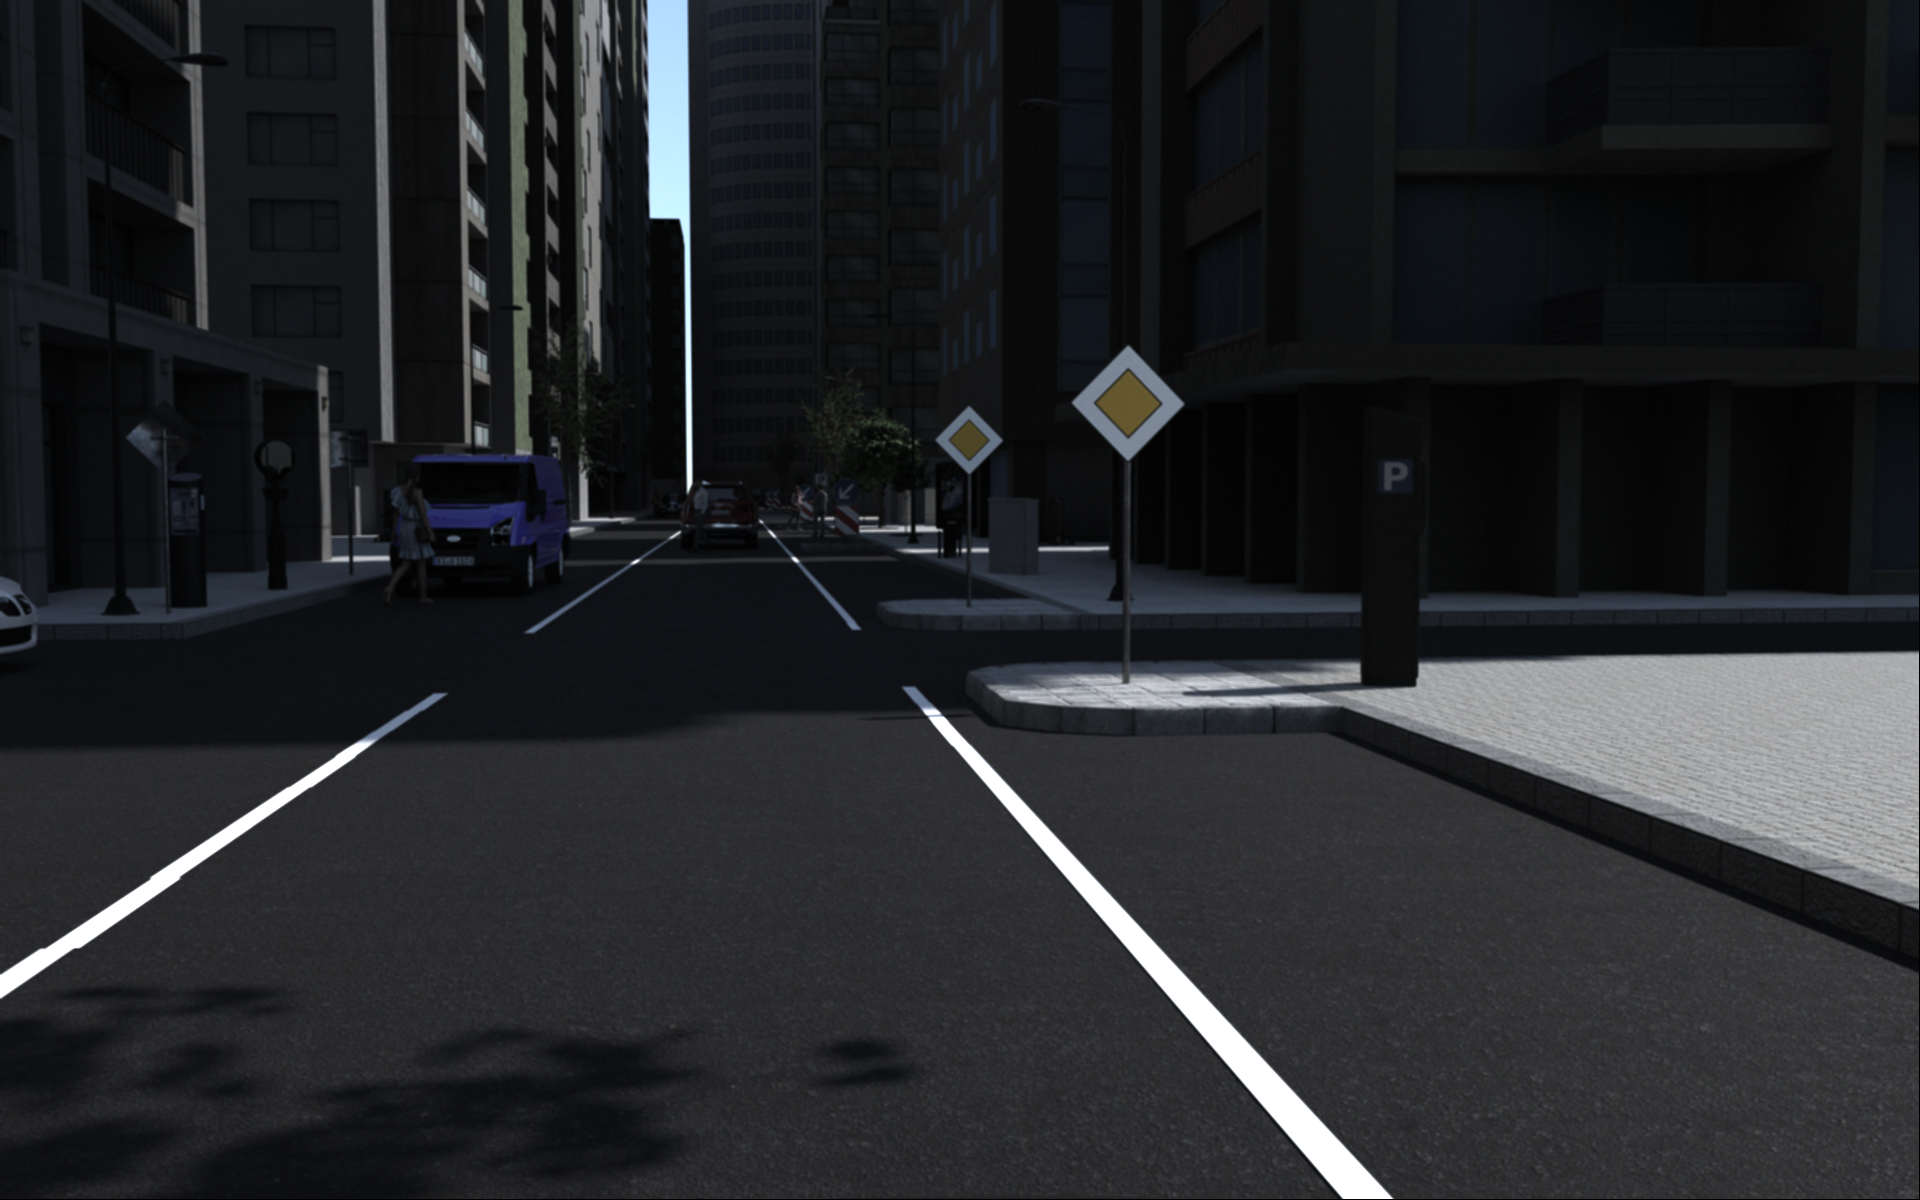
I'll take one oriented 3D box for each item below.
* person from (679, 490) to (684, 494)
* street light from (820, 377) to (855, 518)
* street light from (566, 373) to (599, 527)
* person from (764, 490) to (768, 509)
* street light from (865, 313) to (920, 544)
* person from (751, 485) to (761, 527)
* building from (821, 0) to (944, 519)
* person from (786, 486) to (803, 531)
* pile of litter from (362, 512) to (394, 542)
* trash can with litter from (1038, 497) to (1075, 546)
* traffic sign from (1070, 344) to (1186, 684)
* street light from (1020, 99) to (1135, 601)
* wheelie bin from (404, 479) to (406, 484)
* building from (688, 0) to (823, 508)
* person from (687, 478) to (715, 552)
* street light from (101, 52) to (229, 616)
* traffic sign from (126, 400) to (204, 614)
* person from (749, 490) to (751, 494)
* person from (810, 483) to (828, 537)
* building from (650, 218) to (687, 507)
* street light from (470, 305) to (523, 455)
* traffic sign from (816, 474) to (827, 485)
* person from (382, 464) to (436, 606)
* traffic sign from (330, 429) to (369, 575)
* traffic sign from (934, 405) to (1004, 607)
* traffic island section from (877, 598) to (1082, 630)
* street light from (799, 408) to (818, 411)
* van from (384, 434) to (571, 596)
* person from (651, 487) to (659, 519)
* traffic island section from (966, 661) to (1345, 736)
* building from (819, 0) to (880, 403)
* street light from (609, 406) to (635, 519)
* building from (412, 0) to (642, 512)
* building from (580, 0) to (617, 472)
[{"bbox_3d":[-22.569,-8.057,140.674,0.683,1.767,0.568,-1,4,-17],"label":"person"},{"bbox_3d":[-4.770,-5.898,68.980,1.470,5.913,1.316,0,4,-7],"label":"street light"},{"bbox_3d":[-14.543,-5.751,66.568,1.470,5.913,1.316,0,4,-7],"label":"street light"},{"bbox_3d":[-17.886,-9.287,160.297,0.705,1.831,1.348,1,4,13],"label":"person"},{"bbox_3d":[-1.750,-4.412,44.670,1.470,5.913,1.316,0,4,-7],"label":"street light"},{"bbox_3d":[-8.862,-4.105,75.422,0.447,1.846,0.655,-2,4,-26],"label":"person"},{"bbox_3d":[-1.631,-20.544,107.602,14.160,30.474,14.107,0,4,-7],"label":"building"},{"bbox_3d":[-6.458,-3.578,67.586,0.643,1.750,0.593,1,4,22],"label":"person"},{"bbox_3d":[-15.140,-1.983,46.387,1.719,0.858,1.176,1,4,23],"label":"pile of litter"},{"bbox_3d":[2.047,-1.980,43.430,2.233,1.210,1.678,-3,4,-39],"label":"trash can with litter"},{"bbox_3d":[1.121,-0.491,11.663,0.795,2.450,0.064,0,4,-7],"label":"traffic sign"},{"bbox_3d":[1.397,-2.940,20.617,1.470,5.913,1.316,0,4,-7],"label":"street light"},{"bbox_3d":[-11.833,-1.815,37.582,0.693,1.594,0.980,2,4,27],"label":"wheelie bin"},{"bbox_3d":[-15.157,-39.554,188.712,28.212,58.520,21.231,0,4,-7],"label":"building"},{"bbox_3d":[-6.440,-2.098,42.897,0.850,1.850,0.679,-3,5,-40],"label":"person"},{"bbox_3d":[-8.401,-2.800,18.328,1.470,5.913,1.316,0,4,-7],"label":"street light"},{"bbox_3d":[-8.477,-0.909,18.501,0.795,2.450,0.064,0,4,-7],"label":"traffic sign"},{"bbox_3d":[-17.639,-8.380,146.068,0.434,1.755,0.990,2,4,34],"label":"person"},{"bbox_3d":[-4.727,-2.997,57.701,0.583,1.804,0.606,2,4,34],"label":"person"},{"bbox_3d":[-36.043,-25.133,182.623,14.107,30.474,14.160,0,4,-7],"label":"building"},{"bbox_3d":[-11.457,-4.291,42.698,1.470,5.913,1.316,0,4,-7],"label":"street light"},{"bbox_3d":[-6.958,-5.185,86.898,0.606,2.300,0.079,0,4,-4],"label":"traffic sign"},{"bbox_3d":[-7.031,-0.834,22.224,0.616,1.811,0.778,2,4,33],"label":"person"},{"bbox_3d":[-9.628,-1.542,27.338,0.606,2.300,0.079,0,4,-1],"label":"traffic sign"},{"bbox_3d":[0.099,-0.975,19.583,0.795,2.450,0.064,0,4,-7],"label":"traffic sign"},{"bbox_3d":[0.122,0.160,19.663,2.009,0.180,2.903,0,4,-7],"label":"traffic island section"},{"bbox_3d":[-7.941,-7.384,93.272,1.470,5.913,1.316,0,4,-7],"label":"street light"},{"bbox_3d":[-7.166,-1.331,26.144,2.240,2.365,5.245,0,4,-6],"label":"van"},{"bbox_3d":[-17.548,-5.573,99.718,0.705,1.812,1.348,-1,4,-23],"label":"person"},{"bbox_3d":[1.143,0.645,11.743,2.009,0.180,2.903,0,4,-7],"label":"traffic island section"},{"bbox_3d":[3.635,-32.985,128.541,28.713,52.752,27.495,0,4,-7],"label":"building"},{"bbox_3d":[-17.735,-7.236,90.853,1.470,5.913,1.316,0,4,-7],"label":"street light"},{"bbox_3d":[-31.030,-27.106,126.772,14.154,41.232,14.086,0,4,-7],"label":"building"},{"bbox_3d":[-35.450,-31.509,104.410,28.713,52.752,27.495,0,4,-7],"label":"building"}]
